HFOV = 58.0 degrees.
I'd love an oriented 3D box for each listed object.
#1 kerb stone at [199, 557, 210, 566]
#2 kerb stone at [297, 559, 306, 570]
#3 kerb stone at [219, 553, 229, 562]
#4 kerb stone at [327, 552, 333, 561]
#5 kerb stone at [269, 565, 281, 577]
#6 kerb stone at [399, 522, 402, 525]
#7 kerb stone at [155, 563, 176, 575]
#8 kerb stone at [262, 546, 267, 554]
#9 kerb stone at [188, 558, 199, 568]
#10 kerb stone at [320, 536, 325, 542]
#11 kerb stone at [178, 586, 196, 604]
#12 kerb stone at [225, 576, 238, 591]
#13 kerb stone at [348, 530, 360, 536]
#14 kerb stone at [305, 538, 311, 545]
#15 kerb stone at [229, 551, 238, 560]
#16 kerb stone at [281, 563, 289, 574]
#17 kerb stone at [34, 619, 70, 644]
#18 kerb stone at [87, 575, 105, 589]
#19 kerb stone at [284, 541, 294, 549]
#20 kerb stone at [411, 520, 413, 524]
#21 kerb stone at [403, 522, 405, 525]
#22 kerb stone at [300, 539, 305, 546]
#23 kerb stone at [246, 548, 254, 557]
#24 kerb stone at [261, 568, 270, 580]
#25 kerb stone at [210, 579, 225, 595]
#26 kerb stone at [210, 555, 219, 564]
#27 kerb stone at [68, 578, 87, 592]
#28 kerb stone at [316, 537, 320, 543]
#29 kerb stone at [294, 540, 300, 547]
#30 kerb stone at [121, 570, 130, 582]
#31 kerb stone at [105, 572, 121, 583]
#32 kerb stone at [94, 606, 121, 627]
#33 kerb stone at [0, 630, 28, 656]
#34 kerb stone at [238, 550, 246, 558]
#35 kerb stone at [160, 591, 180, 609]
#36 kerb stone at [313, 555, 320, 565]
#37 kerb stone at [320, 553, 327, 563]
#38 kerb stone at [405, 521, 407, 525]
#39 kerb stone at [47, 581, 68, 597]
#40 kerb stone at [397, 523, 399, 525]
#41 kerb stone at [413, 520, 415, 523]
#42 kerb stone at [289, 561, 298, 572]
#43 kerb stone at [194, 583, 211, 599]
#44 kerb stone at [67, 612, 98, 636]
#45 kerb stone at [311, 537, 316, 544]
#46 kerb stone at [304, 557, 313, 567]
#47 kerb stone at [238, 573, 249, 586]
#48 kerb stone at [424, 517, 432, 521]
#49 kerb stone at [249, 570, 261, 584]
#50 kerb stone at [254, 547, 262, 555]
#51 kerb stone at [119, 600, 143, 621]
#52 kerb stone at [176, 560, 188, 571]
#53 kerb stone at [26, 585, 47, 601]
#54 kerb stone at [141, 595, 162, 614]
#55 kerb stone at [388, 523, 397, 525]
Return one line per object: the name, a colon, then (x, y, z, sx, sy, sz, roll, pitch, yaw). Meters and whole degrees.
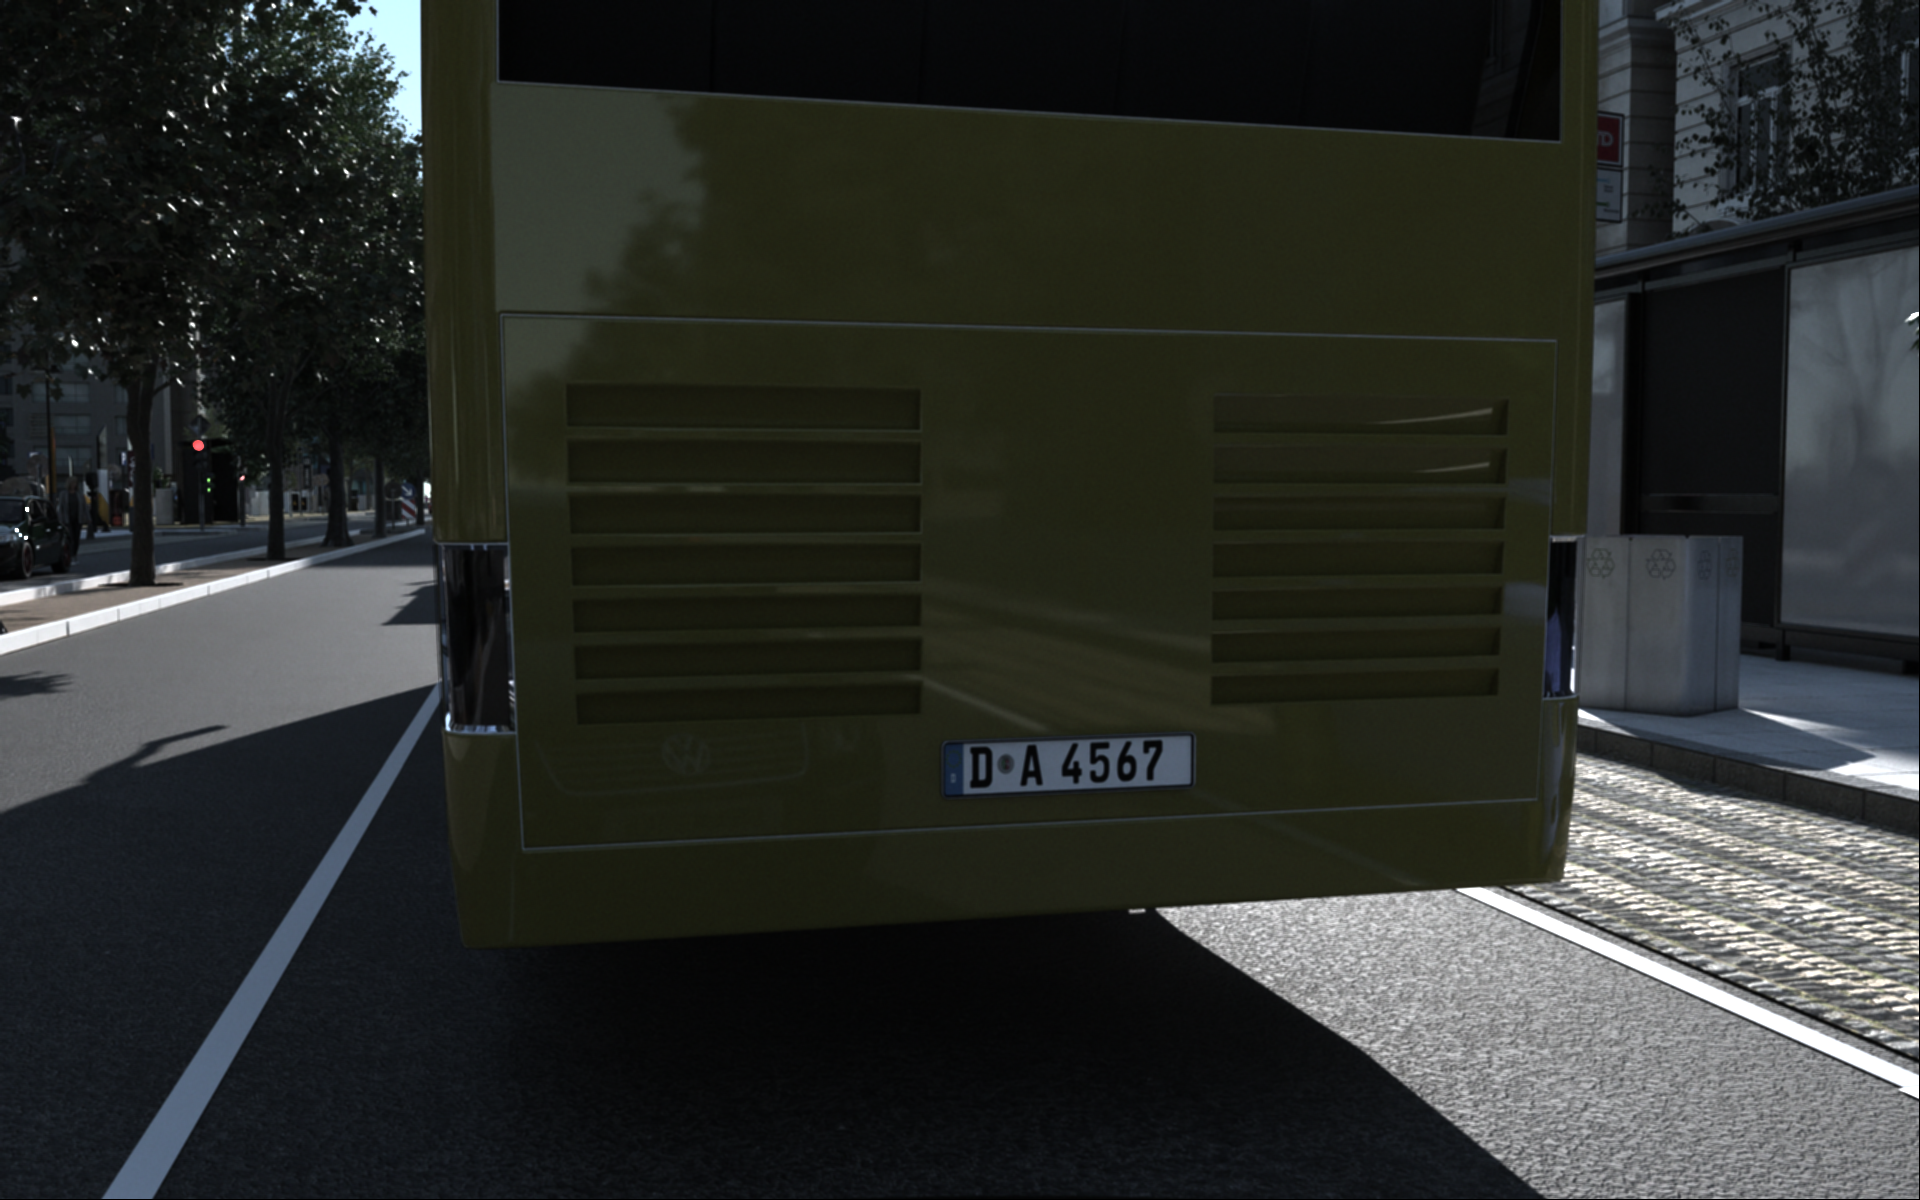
kerb stone: (-15.122, -0.747, 34.404, 0.120, 0.150, 1.000, -1, 4, -13)
kerb stone: (-12.627, -0.656, 32.929, 0.120, 0.150, 1.000, -1, 4, -13)
kerb stone: (-15.584, -0.865, 36.396, 0.120, 0.150, 1.000, -1, 4, -13)
kerb stone: (-13.551, -0.901, 36.919, 0.120, 0.150, 1.000, -1, 4, -13)
kerb stone: (-11.932, -0.474, 29.940, 0.120, 0.150, 1.000, -1, 4, -13)
kerb stone: (-24.702, -3.278, 75.922, 0.120, 0.150, 1.000, -1, 4, -13)
kerb stone: (-14.438, -0.562, 31.411, 0.120, 0.150, 1.000, -1, 4, -13)
kerb stone: (-16.739, -1.175, 41.410, 0.120, 0.150, 1.000, -1, 4, -13)
kerb stone: (-14.887, -0.681, 33.405, 0.120, 0.150, 1.000, -1, 4, -13)
kerb stone: (-19.040, -1.784, 51.377, 0.120, 0.150, 1.000, -1, 4, -13)
kerb stone: (-10.324, -0.046, 22.947, 0.120, 0.150, 1.000, -1, 4, -13)
kerb stone: (-11.010, -0.228, 25.936, 0.120, 0.150, 1.000, -1, 4, -13)
kerb stone: (-21.119, -2.334, 60.360, 0.120, 0.150, 1.000, -1, 4, -13)
kerb stone: (-18.351, -1.602, 48.385, 0.120, 0.150, 1.000, -1, 4, -13)
kerb stone: (-15.810, -0.930, 37.403, 0.120, 0.150, 1.000, -1, 4, -13)
kerb stone: (-12.170, -0.535, 30.936, 0.120, 0.150, 1.000, -1, 4, -13)
kerb stone: (-8.945, 0.321, 16.950, 0.120, 0.150, 1.000, -1, 4, -13)
kerb stone: (-13.278, -0.251, 26.412, 0.120, 0.150, 1.000, -1, 4, -13)
kerb stone: (-17.661, -1.419, 45.397, 0.120, 0.150, 1.000, -1, 4, -13)
kerb stone: (-26.089, -3.652, 81.906, 0.120, 0.150, 1.000, -1, 4, -13)
kerb stone: (-25.167, -3.408, 77.913, 0.120, 0.150, 1.000, -1, 4, -13)
kerb stone: (-18.121, -1.541, 47.389, 0.120, 0.150, 1.000, -1, 4, -13)
kerb stone: (-16.277, -1.051, 39.409, 0.120, 0.150, 1.000, -1, 4, -13)
kerb stone: (-11.713, -0.412, 28.941, 0.120, 0.150, 1.000, -1, 4, -13)
kerb stone: (-10.779, -0.168, 24.940, 0.120, 0.150, 1.000, -1, 4, -13)
kerb stone: (-15.359, -0.798, 35.400, 0.120, 0.150, 1.000, -1, 4, -13)
kerb stone: (-13.044, -0.197, 25.416, 0.120, 0.150, 1.000, -1, 4, -13)
kerb stone: (-18.816, -1.719, 50.379, 0.120, 0.150, 1.000, -1, 4, -13)
kerb stone: (-17.886, -1.480, 46.394, 0.120, 0.150, 1.000, -1, 4, -13)
kerb stone: (-13.743, -0.380, 28.413, 0.120, 0.150, 1.000, -1, 4, -13)
kerb stone: (-13.515, -0.319, 27.414, 0.120, 0.150, 1.000, -1, 4, -13)
kerb stone: (-9.401, 0.199, 18.947, 0.120, 0.150, 1.000, -1, 4, -13)
kerb stone: (-8.709, 0.382, 15.949, 0.120, 0.150, 1.000, -1, 4, -13)
kerb stone: (-16.049, -0.988, 38.410, 0.120, 0.150, 1.000, -1, 4, -13)
kerb stone: (-10.092, 0.015, 21.952, 0.120, 0.150, 1.000, -1, 4, -13)
kerb stone: (-13.090, -0.779, 34.928, 0.120, 0.150, 1.000, -1, 4, -13)
kerb stone: (-13.316, -0.840, 35.925, 0.120, 0.150, 1.000, -1, 4, -13)
kerb stone: (-25.403, -3.469, 78.910, 0.120, 0.150, 1.000, -1, 4, -13)
kerb stone: (-12.816, -0.132, 24.420, 0.120, 0.150, 1.000, -1, 4, -13)
kerb stone: (-24.471, -3.225, 74.926, 0.120, 0.150, 1.000, -1, 4, -13)
kerb stone: (-26.320, -3.713, 82.903, 0.120, 0.150, 1.000, -1, 4, -13)
kerb stone: (-12.400, -0.596, 31.932, 0.120, 0.150, 1.000, -1, 4, -13)
kerb stone: (-10.556, -0.107, 23.942, 0.120, 0.150, 1.000, -1, 4, -13)
kerb stone: (-9.164, 0.259, 17.953, 0.120, 0.150, 1.000, -1, 4, -13)
kerb stone: (-18.578, -1.660, 49.382, 0.120, 0.150, 1.000, -1, 4, -13)
kerb stone: (-12.858, -0.718, 33.928, 0.120, 0.150, 1.000, -1, 4, -13)
kerb stone: (-11.246, -0.286, 26.942, 0.120, 0.150, 1.000, -1, 4, -13)
kerb stone: (-28.862, -4.387, 93.916, 0.120, 0.150, 1.000, -1, 4, -13)
kerb stone: (-11.473, -0.351, 27.942, 0.120, 0.150, 1.000, -1, 4, -13)
kerb stone: (-16.500, -1.114, 40.414, 0.120, 0.150, 1.000, -1, 4, -13)
kerb stone: (-9.626, 0.138, 19.944, 0.120, 0.150, 1.000, -1, 4, -13)
kerb stone: (-14.663, -0.616, 32.408, 0.120, 0.150, 1.000, -1, 4, -13)
kerb stone: (-12.593, -0.072, 23.423, 0.120, 0.150, 1.000, -1, 4, -13)
kerb stone: (-9.857, 0.077, 20.941, 0.120, 0.150, 1.000, -1, 4, -13)
kerb stone: (-24.246, -3.164, 73.921, 0.120, 0.150, 1.000, -1, 4, -13)
